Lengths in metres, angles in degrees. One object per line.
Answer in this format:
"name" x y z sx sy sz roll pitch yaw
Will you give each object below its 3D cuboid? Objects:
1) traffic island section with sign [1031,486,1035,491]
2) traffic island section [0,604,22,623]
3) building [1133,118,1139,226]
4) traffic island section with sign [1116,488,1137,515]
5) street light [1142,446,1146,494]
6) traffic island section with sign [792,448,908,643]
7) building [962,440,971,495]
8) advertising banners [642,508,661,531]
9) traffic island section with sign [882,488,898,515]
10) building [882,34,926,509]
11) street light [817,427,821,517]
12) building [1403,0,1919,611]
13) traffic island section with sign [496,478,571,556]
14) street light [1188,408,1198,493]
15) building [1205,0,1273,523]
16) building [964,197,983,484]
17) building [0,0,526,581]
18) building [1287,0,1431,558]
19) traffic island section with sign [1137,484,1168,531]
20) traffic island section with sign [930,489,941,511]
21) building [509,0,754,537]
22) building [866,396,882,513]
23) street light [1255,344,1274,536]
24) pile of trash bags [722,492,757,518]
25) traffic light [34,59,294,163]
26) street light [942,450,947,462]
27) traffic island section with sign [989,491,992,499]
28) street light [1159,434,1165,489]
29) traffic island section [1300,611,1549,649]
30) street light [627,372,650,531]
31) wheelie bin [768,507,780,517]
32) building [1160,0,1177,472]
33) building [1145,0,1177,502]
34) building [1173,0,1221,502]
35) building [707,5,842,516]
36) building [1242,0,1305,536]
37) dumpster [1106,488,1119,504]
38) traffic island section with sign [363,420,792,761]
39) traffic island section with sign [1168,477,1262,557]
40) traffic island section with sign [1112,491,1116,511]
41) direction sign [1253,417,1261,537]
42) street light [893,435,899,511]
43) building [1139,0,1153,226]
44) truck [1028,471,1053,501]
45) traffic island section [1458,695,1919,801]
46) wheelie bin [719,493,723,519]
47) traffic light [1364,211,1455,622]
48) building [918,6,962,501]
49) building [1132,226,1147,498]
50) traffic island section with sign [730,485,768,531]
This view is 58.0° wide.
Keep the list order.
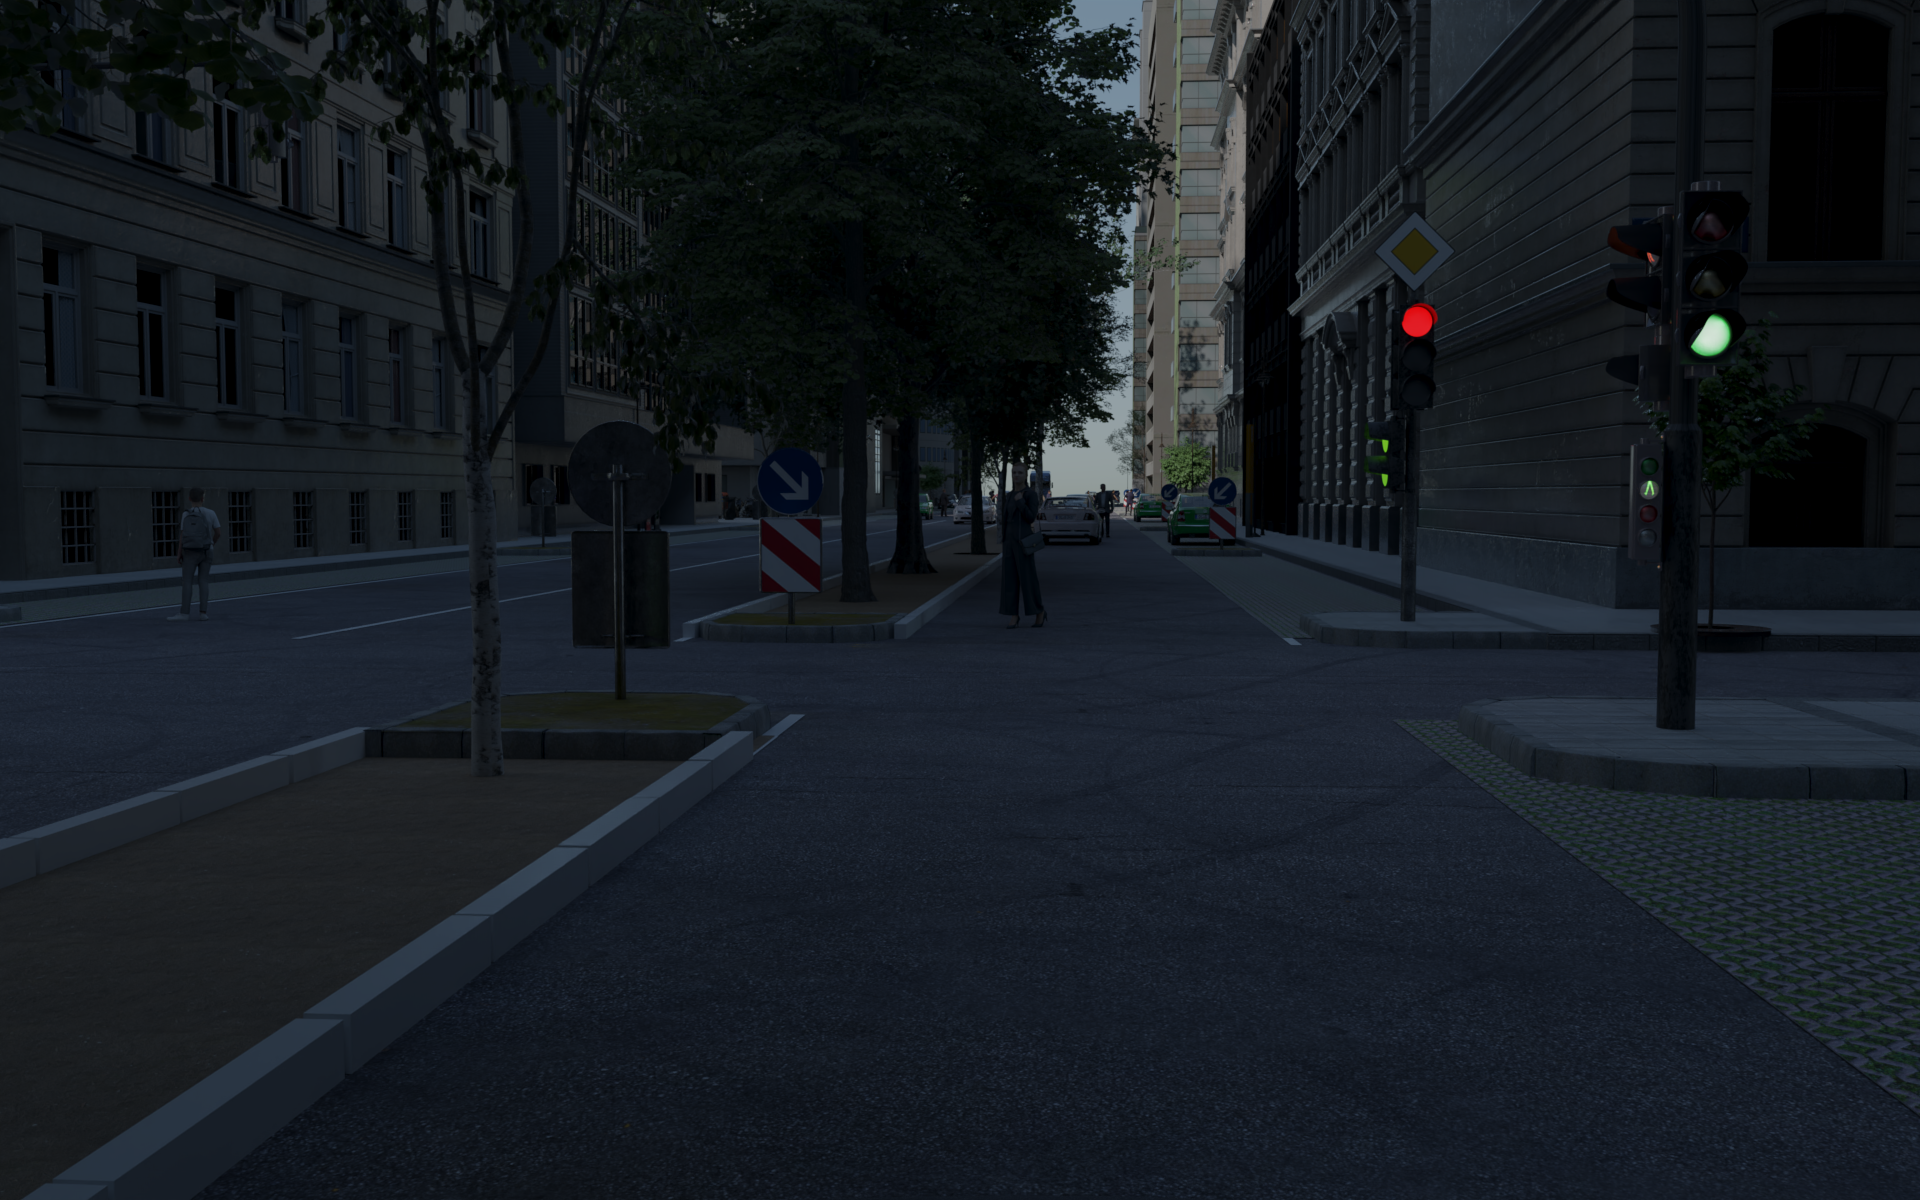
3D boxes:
"traffic island section with sign" 4.047 -5.162 92.540 2.006 1.907 1.989 0 4 4
"traffic island section" -11.650 0.218 18.715 2.009 0.180 2.903 0 4 4
"building" 37.694 -39.548 235.851 28.713 52.752 27.495 0 4 4
"traffic island section with sign" 11.706 -6.593 116.423 1.989 1.847 2.006 0 4 4
"street light" 17.858 -11.922 167.706 0.468 5.910 1.993 0 4 4
"traffic island section with sign" -1.609 -0.580 17.614 2.006 1.907 1.989 0 4 4
"building" -6.171 -26.981 212.839 14.160 30.474 14.107 0 4 4
"advertising banners" -10.232 -3.706 56.776 0.090 3.025 2.074 1 4 12
"traffic island section with sign" -4.179 -6.662 117.558 1.989 1.847 2.006 0 4 4
"building" -17.619 -34.513 153.523 28.713 52.752 27.495 0 4 4
"street light" -7.824 -7.494 95.311 0.468 5.910 1.993 0 4 4
"building" 24.570 -12.435 22.405 34.723 24.649 14.460 0 4 4
"traffic island section with sign" -9.980 -1.975 40.927 1.989 1.847 2.006 0 4 4
"street light" 12.277 -7.258 91.461 0.468 5.910 1.993 0 4 4
"building" 18.924 -17.886 79.819 14.401 28.519 23.554 0 4 4
"building" -8.342 -35.453 234.285 22.147 44.769 28.867 0 4 4
"building" -20.497 -12.241 33.419 16.112 22.955 30.059 0 4 4
"building" 14.263 -13.033 41.960 11.050 23.489 19.941 0 4 4
"traffic island section with sign" 7.984 -3.584 67.229 1.989 1.847 2.006 0 4 4
"traffic island section with sign" -2.138 -8.315 144.582 1.989 1.847 2.006 0 4 4
"building" -17.412 -14.954 63.561 14.314 24.678 30.058 0 4 4
"building" -16.582 -49.558 122.940 22.319 86.520 31.000 0 4 4
"street light" 9.369 -4.934 53.452 0.468 5.910 1.993 0 4 4
"pile of trash bags" -11.908 -5.074 92.704 1.912 1.369 3.447 1 4 22
"traffic light" -9.518 -2.678 18.455 4.771 5.953 1.251 0 4 4
"street light" -1.554 -12.565 178.220 0.468 5.910 1.993 0 4 4
"traffic island section with sign" 4.155 -13.398 227.682 1.989 1.847 2.006 0 4 4
"street light" 15.097 -9.596 129.686 0.468 5.910 1.993 0 4 4
"traffic island section" 4.545 0.293 17.490 2.009 0.180 2.903 0 4 4
"street light" -10.697 -5.182 57.506 0.468 5.910 1.993 0 4 4
"wheelie bin" -9.967 -5.102 91.324 0.693 1.594 0.980 2 4 34
"building" 27.308 -31.133 128.638 23.786 49.044 30.456 0 4 4
"building" 27.846 -32.535 155.654 21.300 48.544 21.600 0 4 4
"building" 20.296 -25.886 106.837 14.154 41.232 14.086 0 4 4
"building" -14.411 -20.196 101.912 14.160 30.474 14.107 0 4 4
"building" 16.813 -14.100 60.214 12.332 23.373 15.834 0 4 4
"dumpster" 21.867 -14.881 248.252 1.985 2.255 1.502 0 4 5
"traffic island section with sign" -2.177 -0.128 10.228 2.006 1.907 1.989 0 4 4
"traffic island section with sign" 5.946 -1.940 40.350 1.989 1.847 2.006 0 4 4
"traffic island section with sign" 13.760 -8.261 143.696 1.989 1.847 2.006 0 4 4
"direction sign" 8.785 -3.640 51.512 0.379 3.537 0.876 1 4 15
"street light" -4.923 -9.847 133.778 0.468 5.910 1.993 0 4 4
"building" 31.950 -40.708 207.582 21.231 58.520 28.212 0 4 4
"truck" 9.745 -13.234 206.135 2.967 4.110 18.799 0 4 4
"traffic island section" 3.943 0.780 9.528 2.009 0.180 2.903 0 4 4
"wheelie bin" -12.594 -4.970 89.175 0.980 1.594 0.693 1 4 10
"traffic light" 4.506 -1.741 17.379 0.839 4.253 0.868 0 4 4
"building" -11.284 -39.706 191.188 21.231 58.520 28.212 0 4 4
"building" 25.720 -25.445 187.727 14.160 30.474 14.107 0 4 4
"traffic island section with sign" -7.904 -3.643 68.188 1.989 1.847 2.006 0 4 4
